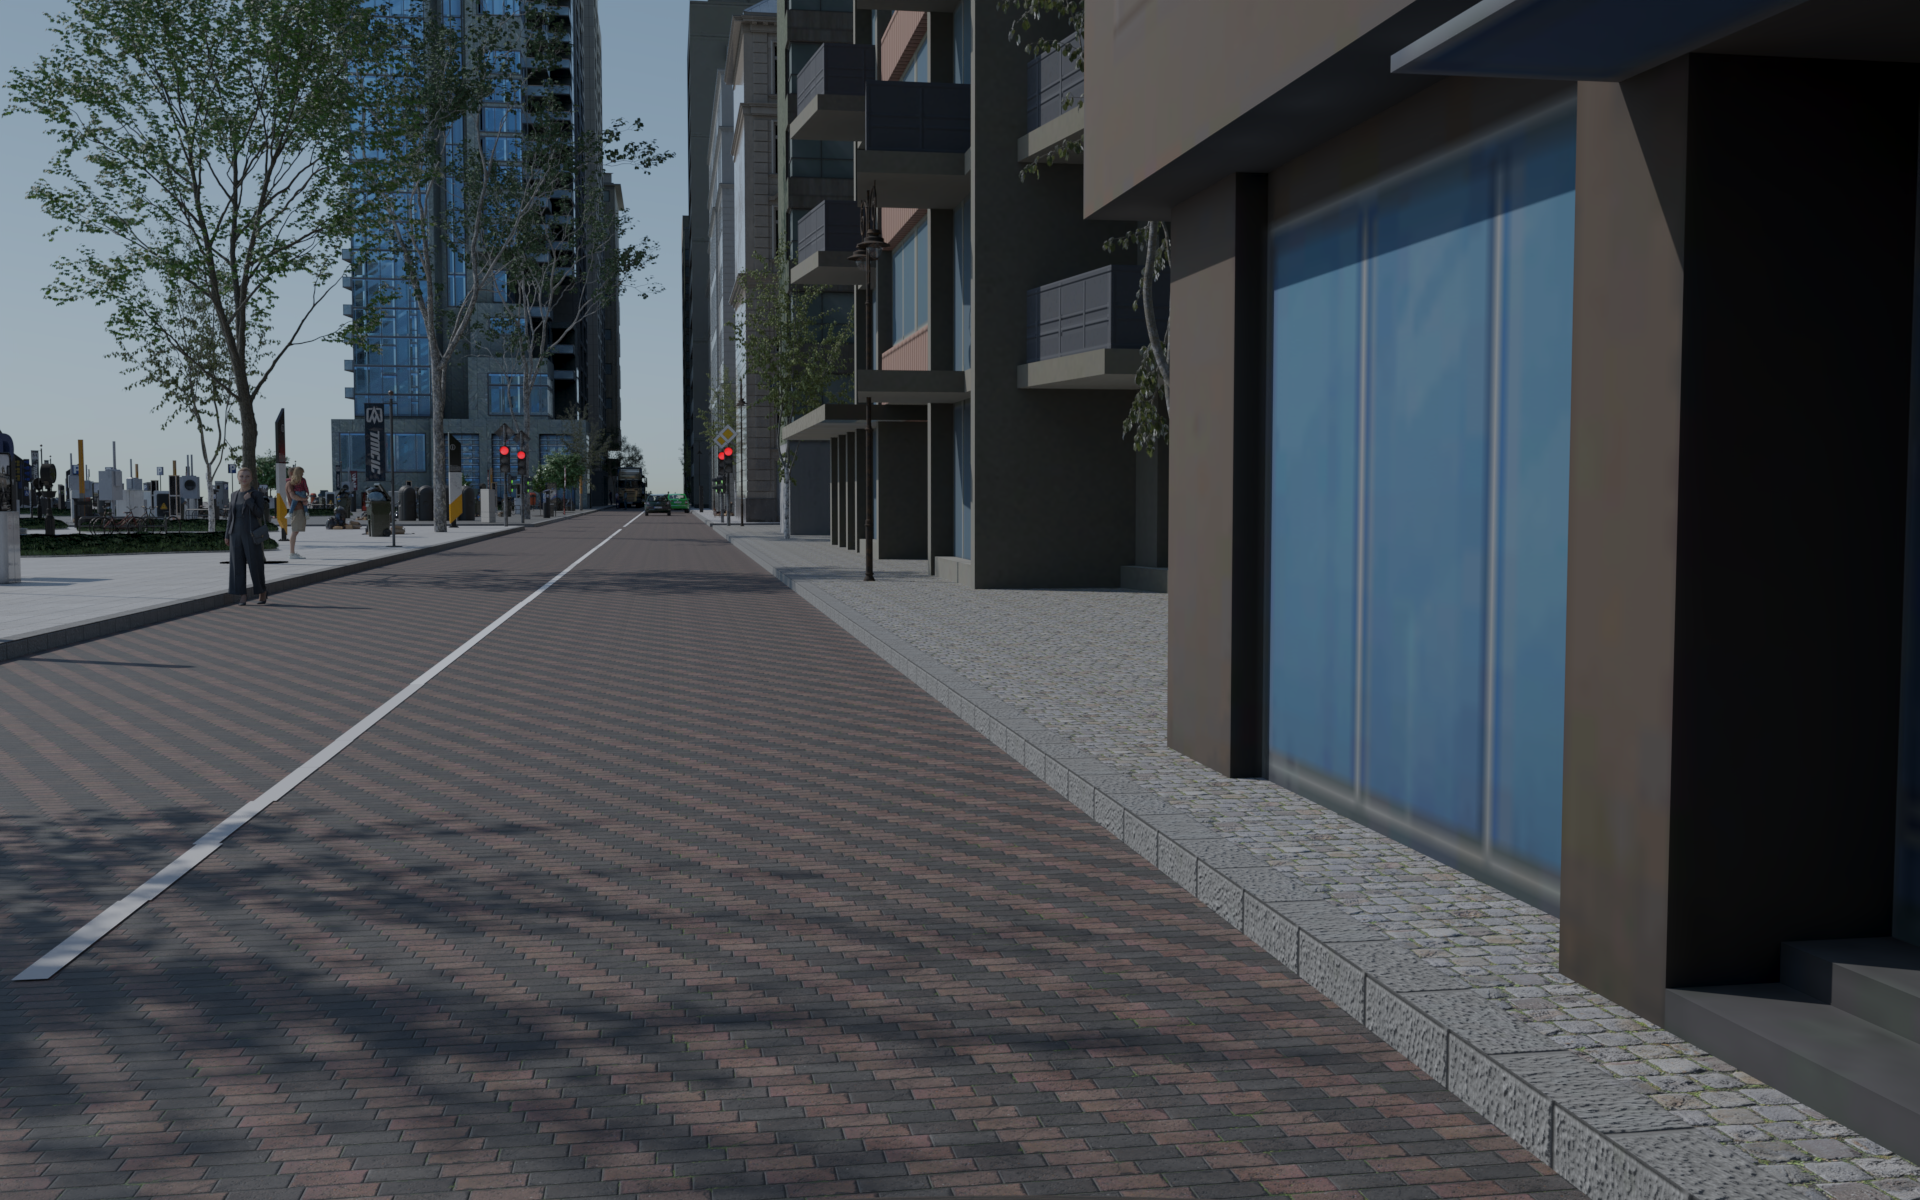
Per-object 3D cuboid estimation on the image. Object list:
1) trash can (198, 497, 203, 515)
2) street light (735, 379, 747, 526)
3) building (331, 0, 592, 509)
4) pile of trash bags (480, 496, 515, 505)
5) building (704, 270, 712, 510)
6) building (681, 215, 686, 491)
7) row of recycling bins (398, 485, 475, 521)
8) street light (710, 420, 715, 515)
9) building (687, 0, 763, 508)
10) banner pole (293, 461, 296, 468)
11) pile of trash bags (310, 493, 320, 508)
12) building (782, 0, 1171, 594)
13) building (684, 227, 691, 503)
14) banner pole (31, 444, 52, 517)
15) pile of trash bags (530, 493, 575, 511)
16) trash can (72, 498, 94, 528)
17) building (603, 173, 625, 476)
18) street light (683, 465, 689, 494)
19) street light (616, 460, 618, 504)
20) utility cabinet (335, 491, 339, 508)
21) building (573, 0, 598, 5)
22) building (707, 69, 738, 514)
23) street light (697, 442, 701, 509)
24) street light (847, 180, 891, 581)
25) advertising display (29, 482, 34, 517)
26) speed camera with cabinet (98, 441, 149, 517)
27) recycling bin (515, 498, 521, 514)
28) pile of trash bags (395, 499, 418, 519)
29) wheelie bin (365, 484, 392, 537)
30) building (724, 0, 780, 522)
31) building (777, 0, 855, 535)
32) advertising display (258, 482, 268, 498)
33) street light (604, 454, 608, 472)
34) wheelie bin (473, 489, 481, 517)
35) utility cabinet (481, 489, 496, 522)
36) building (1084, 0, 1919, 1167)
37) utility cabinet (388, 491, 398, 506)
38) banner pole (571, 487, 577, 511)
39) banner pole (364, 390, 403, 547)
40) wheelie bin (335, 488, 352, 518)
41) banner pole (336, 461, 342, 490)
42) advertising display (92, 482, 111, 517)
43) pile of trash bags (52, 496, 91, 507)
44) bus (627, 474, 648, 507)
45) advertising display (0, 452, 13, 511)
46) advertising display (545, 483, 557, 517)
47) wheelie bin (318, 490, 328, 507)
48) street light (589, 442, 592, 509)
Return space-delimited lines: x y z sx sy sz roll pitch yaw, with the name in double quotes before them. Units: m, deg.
"trash can" -43.327 -5.303 98.363 0.748 1.137 0.748 0 3 0
"street light" -8.669 -5.869 68.753 0.468 5.910 1.993 -1 4 -10
"building" -46.056 -51.921 161.586 22.319 86.520 31.000 -1 4 -10
"pile of trash bags" -39.409 -8.443 147.798 3.447 1.369 1.912 0 4 6
"building" -15.996 -18.016 143.717 9.793 20.994 18.267 -1 4 -10
"building" -34.850 -40.470 285.381 21.300 48.544 21.600 -1 4 -10
"row of recycling bins" -25.190 -4.666 83.404 3.534 1.692 1.069 -1 4 -21
"street light" -15.364 -8.275 108.084 0.468 5.910 1.993 -1 4 -10
"building" -15.226 -33.226 166.951 21.300 48.544 21.600 -1 4 -10
"banner pole" -49.748 -8.534 129.544 0.401 3.779 0.863 0 4 -2
"pile of trash bags" -53.410 -8.292 145.324 3.447 1.369 1.912 2 4 34
"building" 8.295 -23.067 31.766 22.147 44.769 28.867 -1 4 -10
"building" -35.346 -35.710 267.459 14.154 41.232 14.086 -1 4 -10
"banner pole" -46.301 -5.933 87.018 0.401 3.779 0.863 1 4 20
"pile of trash bags" -30.984 -7.427 131.178 3.447 1.369 1.912 -2 4 -30
"trash can" -31.664 -3.113 62.556 0.748 1.137 0.748 0 3 0
"building" -69.639 -42.505 284.197 28.713 52.752 27.495 -1 4 -10
"street light" -41.993 -17.875 265.042 0.468 5.910 1.993 -1 4 -10
"street light" -46.380 -15.972 233.928 0.468 5.910 1.993 -1 4 -10
"utility cabinet" -44.596 -7.071 124.295 0.318 1.500 1.173 -1 4 -9
"building" -58.164 -49.059 240.358 20.563 71.187 20.611 -1 4 -10
"building" -11.348 -20.885 118.959 11.434 29.767 29.804 -1 4 -10
"street light" -22.751 -10.917 151.276 0.468 5.910 1.993 -1 4 -10
"street light" -1.340 -3.220 25.428 0.468 5.910 1.993 -1 4 -10
"advertising display" -50.552 -5.447 94.270 0.123 1.923 0.974 -2 4 -33
"speed camera with cabinet" -31.721 -4.353 65.502 0.660 3.252 2.038 0 4 6
"recycling bin" -27.642 -5.924 109.410 0.722 1.027 0.722 1 4 19
"pile of trash bags" -27.975 -4.959 90.830 3.447 1.369 1.912 1 4 14
"wheelie bin" -17.458 -2.696 51.989 0.693 1.594 0.980 -2 4 -33
"building" 1.319 -17.605 85.102 25.104 27.353 12.463 -1 4 -10
"building" 0.508 -17.678 60.739 14.160 30.474 14.107 -1 4 -10
"advertising display" -46.346 -6.701 114.775 0.974 1.923 0.123 -3 5 -41
"street light" -39.919 -13.632 195.663 0.468 5.910 1.993 -1 4 -10
"wheelie bin" -27.720 -5.557 98.766 0.980 1.594 0.693 1 4 13
"utility cabinet" -21.103 -4.209 77.500 0.318 1.500 1.173 -2 4 -32
"building" 8.626 -21.517 1.909 14.600 45.320 14.200 -1 4 -10
"utility cabinet" -44.676 -7.865 137.268 1.173 1.500 0.318 0 4 -5
"banner pole" -28.937 -8.536 129.578 0.401 3.779 0.863 2 4 24
"banner pole" -13.968 -3.173 41.889 0.863 3.779 0.401 -1 4 -10
"wheelie bin" -32.568 -5.119 91.599 0.693 1.594 0.980 0 4 2
"banner pole" -47.284 -8.686 132.029 0.401 3.779 0.863 1 4 20
"advertising display" -46.740 -5.450 94.317 0.123 1.923 0.974 2 4 34
"pile of trash bags" -60.713 -6.596 117.602 1.912 1.369 3.447 2 4 34
"bus" -36.778 -12.511 196.098 2.896 3.916 12.252 -1 4 -9
"advertising display" -14.725 -1.294 26.377 0.123 1.923 0.974 0 4 -2
"advertising display" -23.157 -5.682 98.112 0.123 1.923 0.974 1 4 20
"wheelie bin" -48.872 -7.654 133.043 0.980 1.594 0.693 -3 5 -44
"street light" -32.573 -10.992 152.506 0.468 5.910 1.993 -1 4 -10
